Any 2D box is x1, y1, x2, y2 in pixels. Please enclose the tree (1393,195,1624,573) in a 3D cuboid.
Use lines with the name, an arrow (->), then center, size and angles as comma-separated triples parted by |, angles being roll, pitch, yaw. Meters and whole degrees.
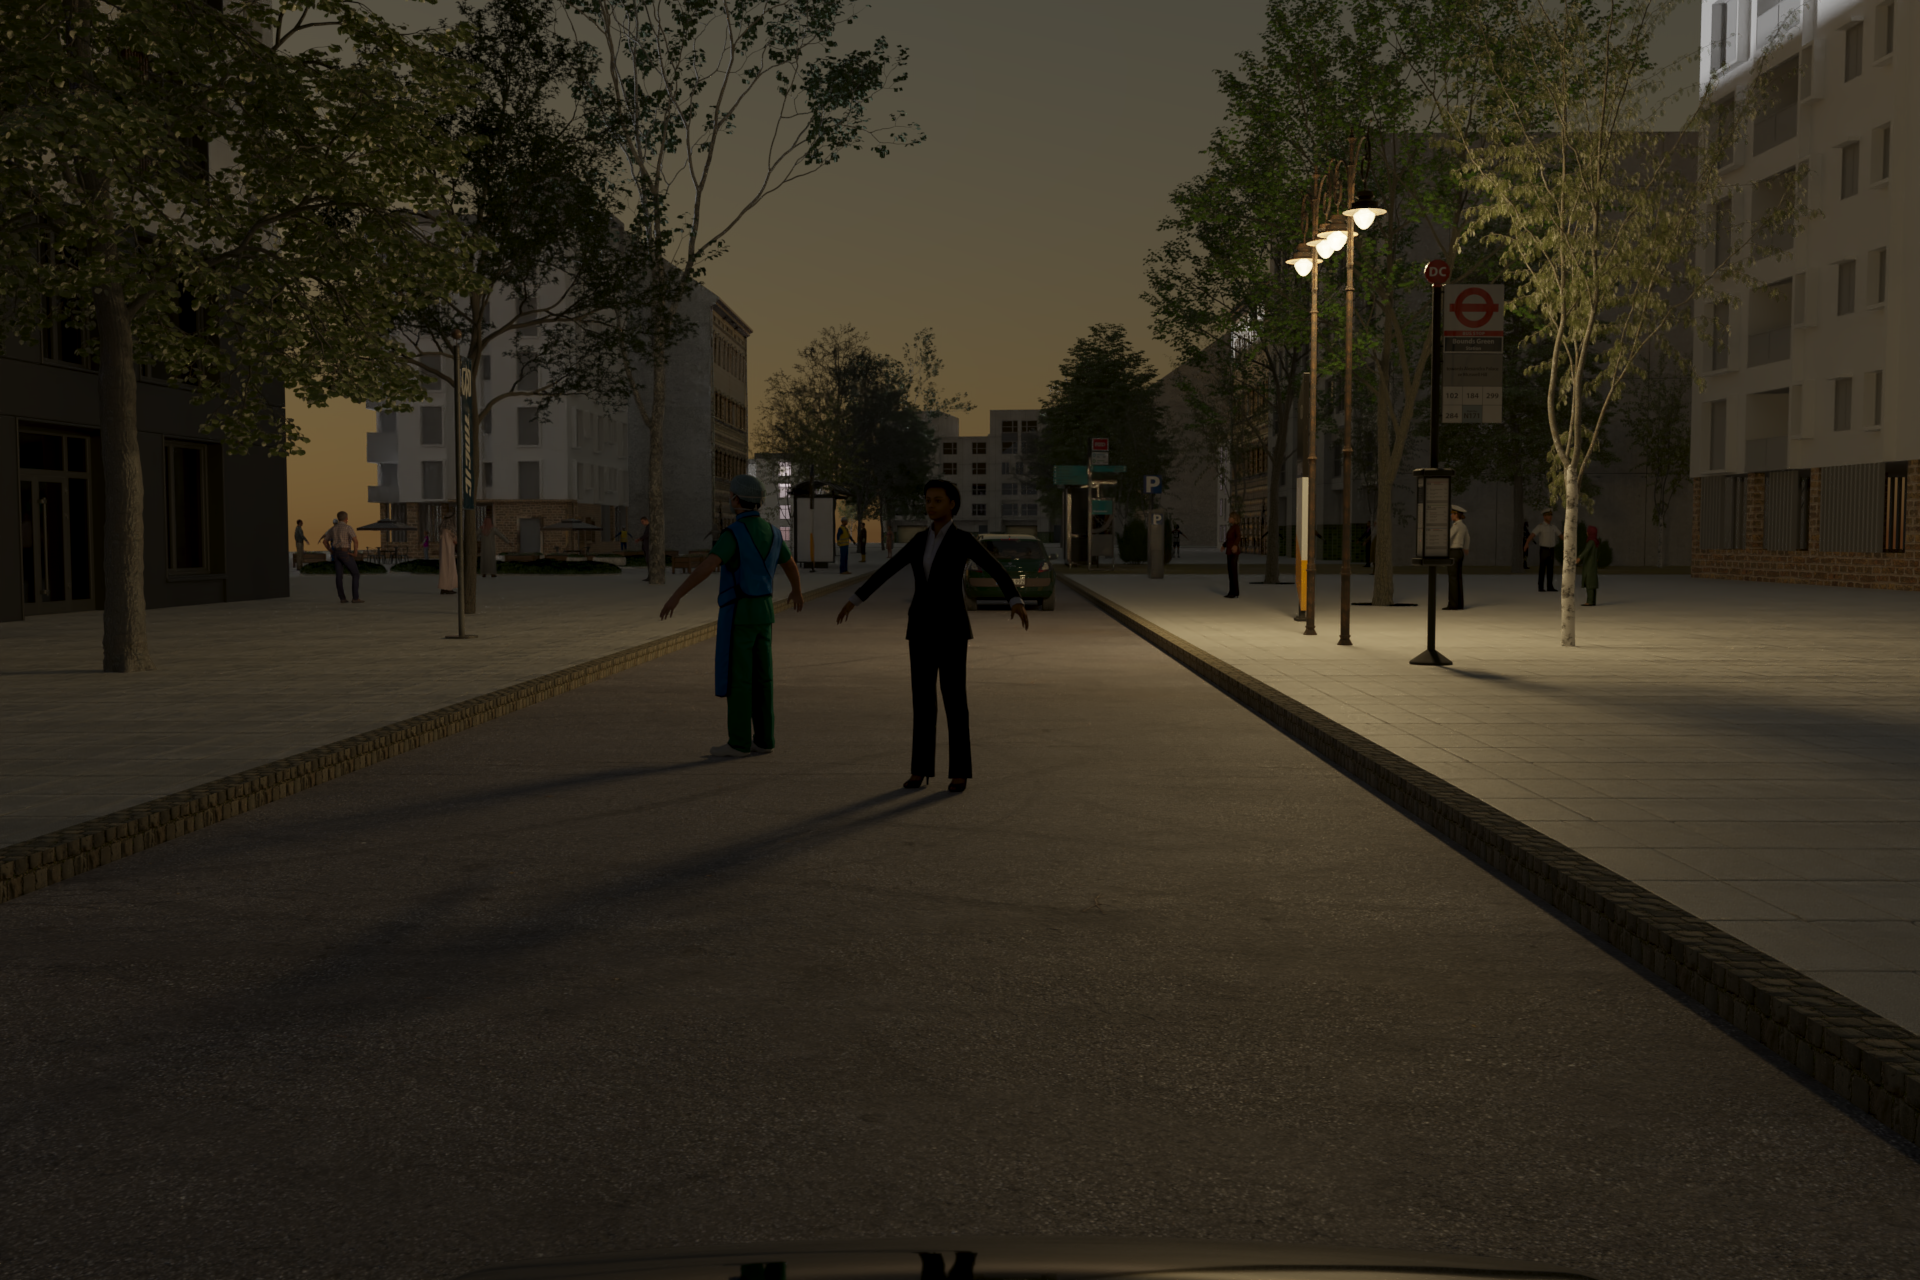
tree -> 18.095, -8.500, 57.095 | 7.486, 12.596, 7.792 | 0, 3, 0

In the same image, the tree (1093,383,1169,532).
tree -> 7.943, -8.233, 84.969 | 4.360, 8.622, 3.978 | 0, 3, 0

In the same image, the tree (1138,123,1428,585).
tree -> 8.136, -7.230, 43.973 | 9.928, 11.665, 9.643 | 0, 3, 0

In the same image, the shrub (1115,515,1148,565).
shrub -> 7.383, -4.208, 72.835 | 1.661, 2.075, 1.752 | 0, 3, 0

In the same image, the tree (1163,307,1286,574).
tree -> 9.155, -6.438, 55.620 | 4.360, 8.622, 3.978 | 0, 3, 0

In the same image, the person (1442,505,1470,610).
person -> 8.313, -1.395, 29.277 | 0.721, 1.778, 1.216 | 3, 5, 41

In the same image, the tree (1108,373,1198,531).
tree -> 8.487, -7.861, 78.890 | 4.360, 8.622, 3.978 | 0, 3, 0

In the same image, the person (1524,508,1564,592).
person -> 13.069, -2.001, 38.509 | 1.343, 1.855, 0.704 | -1, 4, -19

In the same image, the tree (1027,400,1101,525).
tree -> 9.183, -13.754, 143.000 | 7.486, 12.596, 7.792 | 0, 3, 0

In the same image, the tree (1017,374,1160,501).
tree -> 9.059, -12.884, 121.028 | 12.009, 13.543, 11.850 | 0, 3, 0

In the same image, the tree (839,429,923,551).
tree -> -6.315, -12.244, 134.606 | 7.601, 10.594, 8.767 | 0, 4, 1

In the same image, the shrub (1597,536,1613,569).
shrub -> 23.686, -3.239, 64.081 | 1.383, 1.207, 1.383 | 0, 3, 0

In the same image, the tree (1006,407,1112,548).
tree -> 9.380, -15.180, 158.566 | 12.009, 13.543, 11.850 | 0, 3, 0

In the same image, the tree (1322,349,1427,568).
tree -> 15.915, -7.100, 66.450 | 4.360, 8.622, 3.978 | 0, 3, 0

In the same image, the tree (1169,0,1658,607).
tree -> 7.749, -6.417, 30.673 | 9.928, 11.665, 9.643 | 0, 3, 0

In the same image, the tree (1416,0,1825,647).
tree -> 6.716, -4.232, 19.551 | 4.360, 8.622, 3.978 | 0, 3, 0

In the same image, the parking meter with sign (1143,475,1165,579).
parking meter with sign -> 5.681, -3.313, 50.430 | 0.543, 3.016, 1.738 | 0, 4, 0

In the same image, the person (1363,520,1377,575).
person -> 12.907, -2.885, 53.938 | 0.721, 1.736, 1.217 | -1, 4, -17

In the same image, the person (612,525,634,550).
person -> -18.445, -5.409, 94.897 | 1.216, 1.772, 0.721 | -2, 4, -28

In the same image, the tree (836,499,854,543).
tree -> -16.101, -18.475, 252.424 | 4.737, 8.622, 4.395 | 0, 3, 0

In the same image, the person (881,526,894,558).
person -> -3.803, -5.188, 91.620 | 0.721, 1.733, 1.217 | -2, 4, -33

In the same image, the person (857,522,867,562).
person -> -4.420, -4.420, 78.398 | 0.704, 1.812, 1.346 | -1, 4, -15

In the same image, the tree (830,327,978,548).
tree -> -5.266, -18.503, 158.411 | 12.611, 20.169, 13.585 | 0, 3, 0

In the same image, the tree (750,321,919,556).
tree -> -7.272, -11.602, 100.057 | 12.009, 13.543, 11.850 | 0, 3, 0

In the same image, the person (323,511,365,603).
person -> -11.472, -1.550, 32.318 | 0.756, 1.711, 0.436 | 2, 4, 26

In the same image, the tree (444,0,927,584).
tree -> -7.261, -11.571, 45.078 | 12.611, 20.169, 13.585 | 0, 3, 0

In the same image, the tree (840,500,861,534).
tree -> -14.315, -18.111, 246.475 | 4.360, 8.622, 3.978 | 0, 3, 0

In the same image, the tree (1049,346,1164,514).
tree -> 8.912, -11.392, 104.383 | 7.486, 12.596, 7.792 | 0, 3, 0

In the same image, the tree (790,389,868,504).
tree -> -6.897, -8.486, 89.113 | 4.737, 8.622, 4.395 | 0, 3, 0

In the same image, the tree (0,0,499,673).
tree -> -8.226, -5.971, 15.751 | 7.486, 12.596, 7.792 | 0, 3, 0

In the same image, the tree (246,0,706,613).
tree -> -7.633, -5.709, 27.749 | 7.601, 10.594, 8.767 | -2, 4, -24

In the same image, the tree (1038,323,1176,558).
tree -> 7.663, -10.743, 93.775 | 7.486, 12.596, 7.792 | 0, 3, 0

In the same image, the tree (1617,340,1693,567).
tree -> 27.309, -7.120, 66.767 | 4.737, 8.622, 4.395 | 0, 3, 0

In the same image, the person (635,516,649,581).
person -> -8.562, -2.479, 47.028 | 0.568, 1.767, 0.683 | -2, 4, -31

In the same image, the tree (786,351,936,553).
tree -> -6.575, -12.501, 114.766 | 12.009, 13.543, 11.850 | 0, 3, 0

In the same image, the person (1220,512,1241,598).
person -> 5.394, -1.704, 34.669 | 0.721, 1.729, 1.215 | 0, 4, -3

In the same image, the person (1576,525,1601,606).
person -> 11.188, -1.325, 30.874 | 0.599, 1.438, 0.989 | 3, 5, 39

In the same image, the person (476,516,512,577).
person -> -13.988, -2.767, 51.382 | 1.347, 1.811, 0.704 | 0, 4, -3

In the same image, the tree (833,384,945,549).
tree -> -6.073, -14.630, 145.855 | 9.857, 13.997, 8.962 | 0, 3, 0

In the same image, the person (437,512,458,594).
person -> -10.868, -1.843, 36.850 | 0.551, 1.740, 0.621 | 3, 4, 36

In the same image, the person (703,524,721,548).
person -> -12.623, -5.099, 89.498 | 1.348, 1.813, 0.705 | 0, 4, 5

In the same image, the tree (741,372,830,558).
tree -> -7.611, -7.821, 78.234 | 4.360, 8.622, 3.978 | 0, 3, 0

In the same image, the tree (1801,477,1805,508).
tree -> 28.041, -6.623, 58.647 | 4.360, 8.622, 3.978 | 0, 3, 0

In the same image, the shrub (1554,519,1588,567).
shrub -> 24.074, -3.886, 67.957 | 1.690, 2.028, 1.600 | 0, 3, 0
